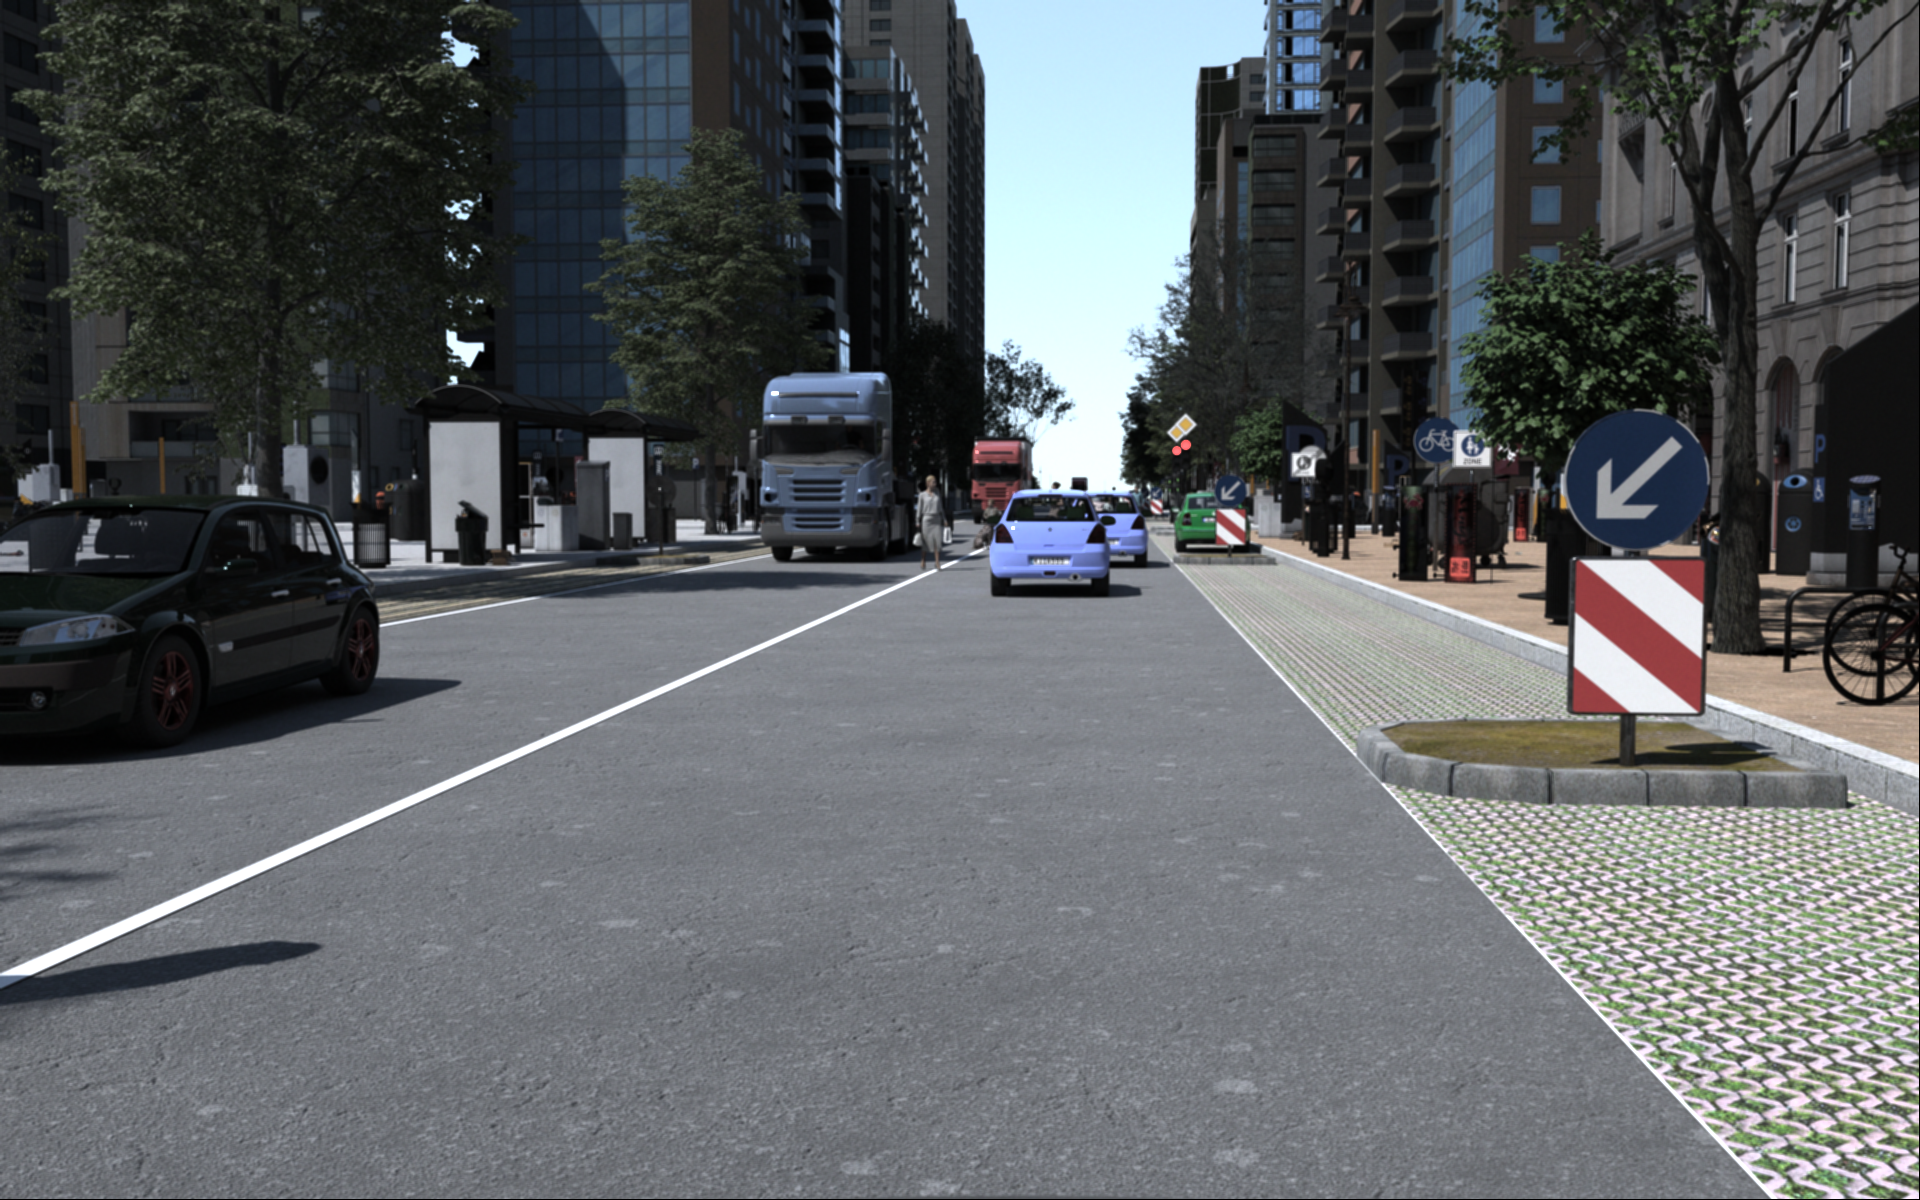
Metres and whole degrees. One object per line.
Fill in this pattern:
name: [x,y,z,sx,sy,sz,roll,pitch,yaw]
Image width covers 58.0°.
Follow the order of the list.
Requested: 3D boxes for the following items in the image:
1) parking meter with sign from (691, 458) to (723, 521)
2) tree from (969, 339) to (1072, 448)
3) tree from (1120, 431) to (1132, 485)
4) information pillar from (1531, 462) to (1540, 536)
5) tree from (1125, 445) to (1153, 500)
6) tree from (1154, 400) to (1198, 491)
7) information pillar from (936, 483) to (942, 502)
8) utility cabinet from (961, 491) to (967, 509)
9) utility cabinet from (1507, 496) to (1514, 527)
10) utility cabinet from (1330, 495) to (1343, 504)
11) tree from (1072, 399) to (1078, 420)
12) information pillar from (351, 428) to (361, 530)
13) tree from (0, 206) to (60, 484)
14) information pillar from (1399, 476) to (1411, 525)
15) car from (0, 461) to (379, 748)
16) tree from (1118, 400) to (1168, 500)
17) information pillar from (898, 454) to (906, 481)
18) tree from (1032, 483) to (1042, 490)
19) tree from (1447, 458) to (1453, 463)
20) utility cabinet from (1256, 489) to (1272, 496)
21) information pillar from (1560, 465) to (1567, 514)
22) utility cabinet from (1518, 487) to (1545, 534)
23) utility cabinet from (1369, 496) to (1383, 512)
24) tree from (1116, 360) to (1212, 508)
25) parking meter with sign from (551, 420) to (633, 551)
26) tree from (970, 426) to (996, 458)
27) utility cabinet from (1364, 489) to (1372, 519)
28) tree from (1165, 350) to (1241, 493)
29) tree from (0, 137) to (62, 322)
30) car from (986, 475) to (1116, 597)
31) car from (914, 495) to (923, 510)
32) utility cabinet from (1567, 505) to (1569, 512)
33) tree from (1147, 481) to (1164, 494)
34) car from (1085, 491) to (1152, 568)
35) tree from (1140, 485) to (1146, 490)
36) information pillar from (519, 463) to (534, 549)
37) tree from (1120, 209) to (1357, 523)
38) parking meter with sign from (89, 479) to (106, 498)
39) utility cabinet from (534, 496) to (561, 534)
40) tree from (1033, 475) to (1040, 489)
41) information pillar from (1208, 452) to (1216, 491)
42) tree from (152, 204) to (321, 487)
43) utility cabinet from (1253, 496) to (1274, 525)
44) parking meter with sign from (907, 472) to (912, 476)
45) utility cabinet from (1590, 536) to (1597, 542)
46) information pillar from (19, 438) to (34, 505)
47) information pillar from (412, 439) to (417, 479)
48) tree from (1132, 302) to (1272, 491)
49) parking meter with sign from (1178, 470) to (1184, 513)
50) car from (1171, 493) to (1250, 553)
parking meter with sign: [-11.983,-5.282,82.614,1.738,3.016,0.543,2,4,31]
tree: [6.622,-21.596,208.975,12.611,20.169,13.585,0,3,0]
tree: [27.266,-20.875,259.424,7.486,12.596,7.792,0,3,0]
information pillar: [17.580,-3.756,52.771,0.183,3.616,0.504,0,4,7]
tree: [31.040,-21.795,290.759,7.601,10.594,8.767,3,5,41]
tree: [16.784,-11.116,132.115,4.737,8.622,4.395,0,3,0]
information pillar: [-1.414,-6.859,116.644,0.304,2.012,0.304,3,5,44]
utility cabinet: [0.335,-8.254,143.637,0.318,1.500,1.173,-1,4,-13]
utility cabinet: [21.339,-3.475,67.979,0.306,1.237,1.020,-1,4,-17]
utility cabinet: [17.910,-4.421,83.439,1.020,1.237,0.306,-1,4,-15]
tree: [10.316,-23.400,238.471,12.611,20.169,13.585,0,3,0]
information pillar: [-21.333,-4.270,61.174,0.504,3.616,0.183,3,5,44]
tree: [-23.615,-5.573,41.483,4.360,8.622,3.978,0,3,0]
information pillar: [18.231,-4.066,70.977,0.304,2.012,0.304,-2,4,-30]
car: [-5.208,-0.078,11.063,2.009,1.686,4.222,0,4,4]
tree: [23.859,-17.835,208.607,9.611,12.733,9.660,0,3,0]
information pillar: [-3.378,-6.709,101.039,0.504,3.616,0.183,0,4,-7]
tree: [13.357,-18.398,295.415,1.663,3.219,1.824,0,3,0]
tree: [21.009,-4.842,73.773,1.663,3.219,1.824,0,3,0]
utility cabinet: [12.951,-3.980,73.750,0.318,1.500,1.173,2,4,28]
information pillar: [24.469,-4.796,69.774,0.504,3.616,0.183,2,4,30]
utility cabinet: [18.178,-2.830,54.956,1.173,1.500,0.318,-1,4,-18]
utility cabinet: [18.066,-3.871,74.452,1.020,1.237,0.306,-2,4,-29]
tree: [19.029,-15.311,156.989,9.857,13.997,8.962,0,3,0]
parking meter with sign: [-8.346,-2.639,39.403,1.738,3.016,0.543,0,4,7]
tree: [2.850,-13.933,178.173,4.360,8.622,3.978,0,3,0]
utility cabinet: [18.774,-4.344,79.711,0.318,1.500,1.173,1,4,8]
tree: [12.227,-8.252,85.282,4.360,8.622,3.978,0,3,0]
tree: [-18.561,-4.939,31.116,4.737,8.622,4.395,0,3,0]
car: [1.338,-0.976,25.555,1.945,1.707,3.694,0,4,3]
car: [-2.043,-4.267,81.761,2.014,1.417,4.499,0,4,5]
utility cabinet: [19.554,-2.642,54.351,0.306,1.237,1.020,-3,4,-37]
tree: [22.039,-11.983,190.521,1.663,3.219,1.824,0,3,0]
car: [2.924,-1.554,35.006,1.945,1.707,3.694,0,4,5]
tree: [29.021,-16.953,271.774,1.663,3.219,1.824,0,3,0]
information pillar: [-10.192,-2.213,40.680,0.304,2.012,0.304,0,4,-1]
tree: [11.991,-10.109,75.646,12.009,13.543,11.850,0,3,0]
parking meter with sign: [-44.954,-5.756,90.363,1.738,3.016,0.543,-3,5,-44]
utility cabinet: [-13.468,-2.766,56.390,0.306,1.237,1.020,2,4,30]
tree: [10.376,-16.916,260.289,4.285,4.588,4.351,0,3,0]
information pillar: [13.799,-6.343,95.061,0.504,3.616,0.183,-1,4,-22]
tree: [-17.587,-5.631,42.430,4.360,8.622,3.978,0,3,0]
utility cabinet: [12.615,-3.679,71.317,1.020,1.237,0.306,1,4,15]
parking meter with sign: [-3.987,-8.533,135.769,0.543,3.016,1.738,-1,4,-11]
utility cabinet: [17.074,-2.180,46.804,0.306,1.237,1.020,3,5,42]
information pillar: [-38.738,-4.927,71.908,0.504,3.616,0.183,-1,4,-11]
information pillar: [-23.184,-5.036,73.689,0.183,3.616,0.504,-2,4,-32]
tree: [14.753,-11.268,102.359,7.486,12.596,7.792,0,3,0]
parking meter with sign: [13.812,-6.918,109.373,0.543,3.016,1.738,0,4,2]
car: [6.290,-2.117,43.405,1.959,1.807,4.718,0,4,6]
